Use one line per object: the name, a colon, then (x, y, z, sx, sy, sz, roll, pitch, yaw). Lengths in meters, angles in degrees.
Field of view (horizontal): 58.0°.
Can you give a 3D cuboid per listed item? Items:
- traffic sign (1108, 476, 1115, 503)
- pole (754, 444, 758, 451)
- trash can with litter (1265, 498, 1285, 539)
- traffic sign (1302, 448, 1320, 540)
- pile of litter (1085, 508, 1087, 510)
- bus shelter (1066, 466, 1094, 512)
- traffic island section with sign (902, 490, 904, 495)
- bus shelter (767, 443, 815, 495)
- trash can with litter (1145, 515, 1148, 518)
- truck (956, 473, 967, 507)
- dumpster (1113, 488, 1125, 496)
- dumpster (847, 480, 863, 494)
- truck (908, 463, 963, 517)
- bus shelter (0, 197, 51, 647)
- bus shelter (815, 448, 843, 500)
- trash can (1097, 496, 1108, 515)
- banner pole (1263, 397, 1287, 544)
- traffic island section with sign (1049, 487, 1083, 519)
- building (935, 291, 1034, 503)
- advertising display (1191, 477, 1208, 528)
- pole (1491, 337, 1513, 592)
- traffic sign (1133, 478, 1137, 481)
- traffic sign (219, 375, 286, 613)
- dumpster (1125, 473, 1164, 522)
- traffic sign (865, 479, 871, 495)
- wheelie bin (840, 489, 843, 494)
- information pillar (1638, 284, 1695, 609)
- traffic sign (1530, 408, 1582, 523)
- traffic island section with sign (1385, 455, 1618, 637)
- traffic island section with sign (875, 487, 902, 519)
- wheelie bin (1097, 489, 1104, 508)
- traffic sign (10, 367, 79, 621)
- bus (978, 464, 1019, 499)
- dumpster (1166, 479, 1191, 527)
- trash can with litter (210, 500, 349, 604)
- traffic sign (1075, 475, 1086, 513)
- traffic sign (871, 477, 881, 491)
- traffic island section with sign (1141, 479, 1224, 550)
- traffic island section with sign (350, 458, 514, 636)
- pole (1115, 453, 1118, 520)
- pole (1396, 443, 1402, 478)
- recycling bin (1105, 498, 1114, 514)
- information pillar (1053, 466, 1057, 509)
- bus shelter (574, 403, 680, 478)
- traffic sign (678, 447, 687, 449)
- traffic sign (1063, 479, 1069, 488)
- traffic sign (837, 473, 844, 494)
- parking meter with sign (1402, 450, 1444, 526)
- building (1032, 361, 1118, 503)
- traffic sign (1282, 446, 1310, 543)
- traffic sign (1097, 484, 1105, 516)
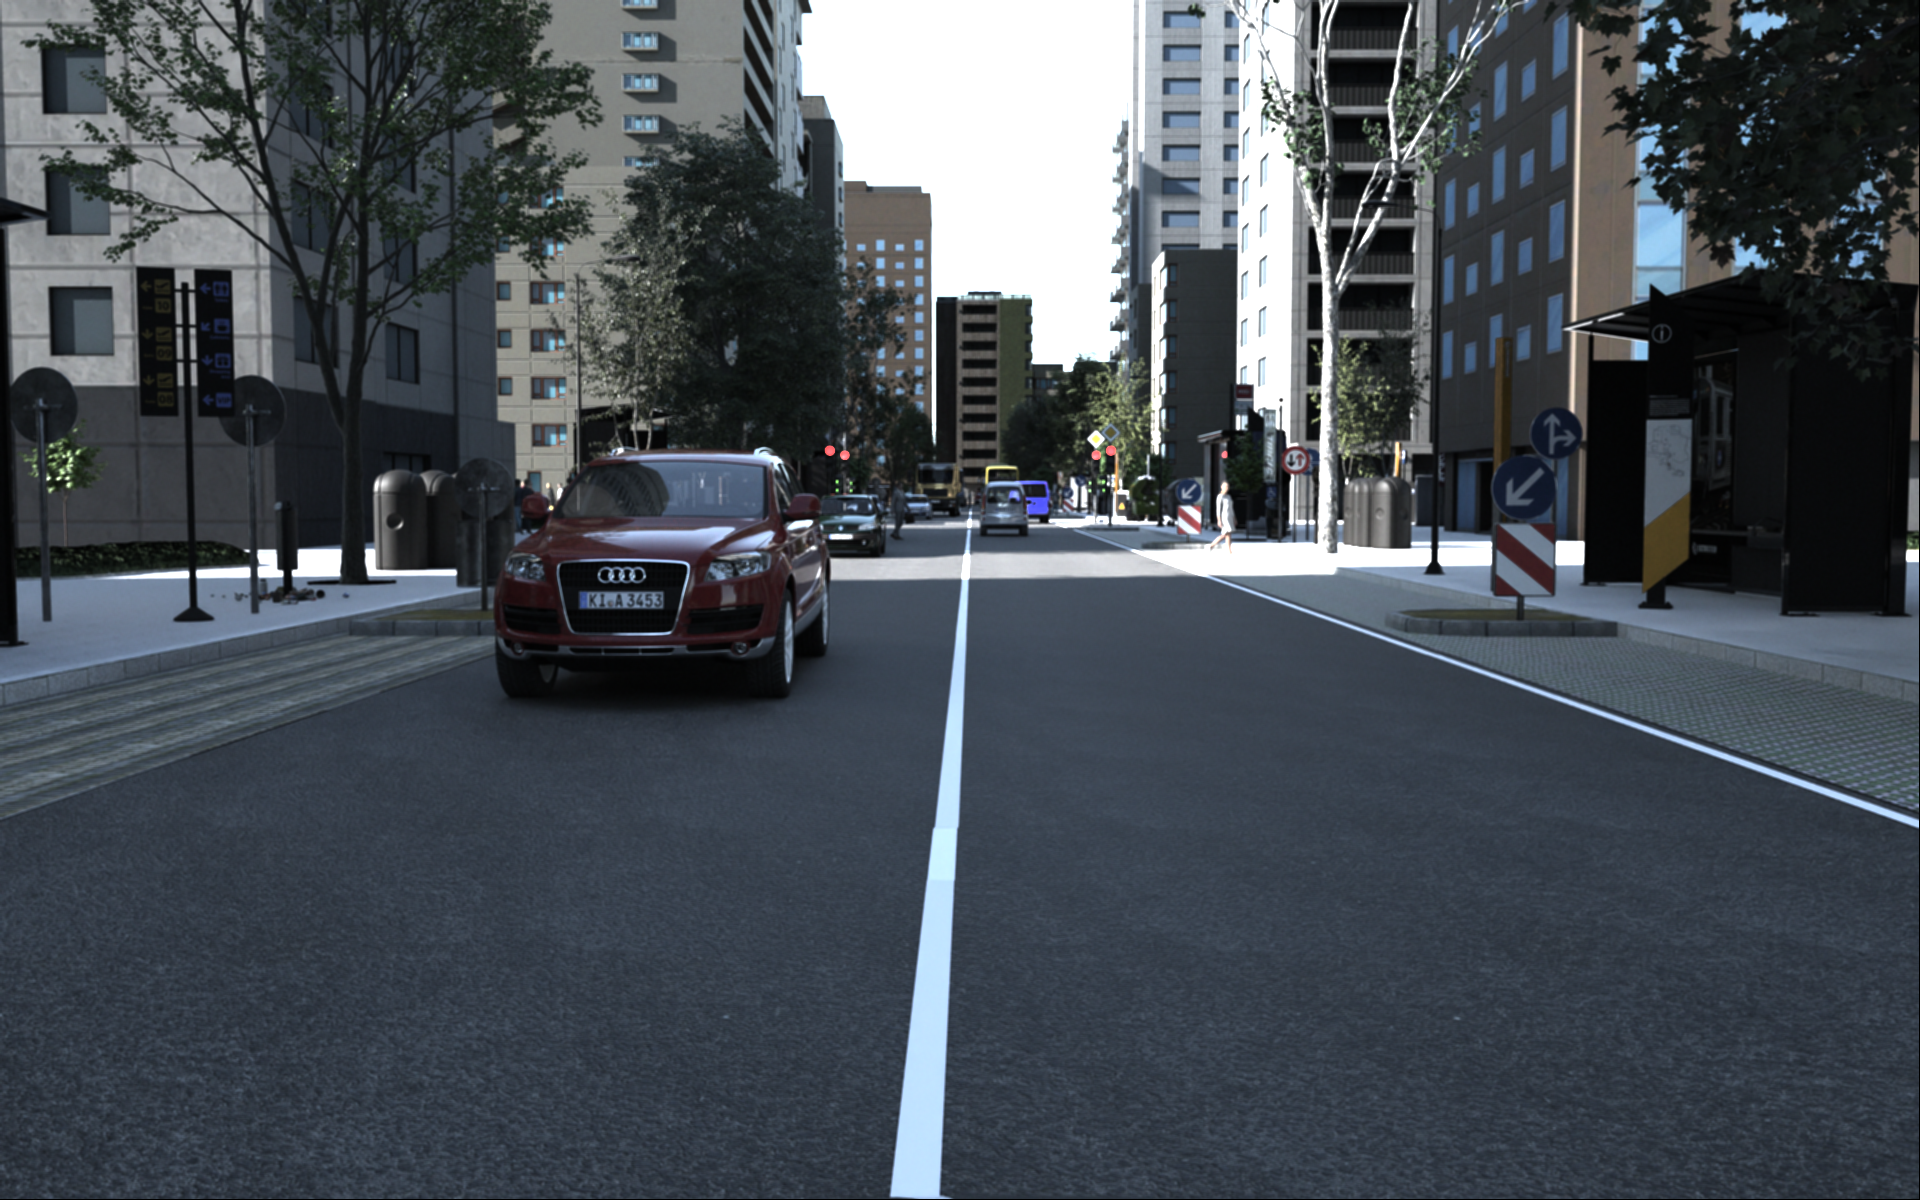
traffic sign: (8.324, -5.671, 94.850, 0.606, 2.300, 0.079, 0, 4, 7)
pole: (-7.922, -4.495, 67.341, 0.158, 3.312, 0.155, 0, 3, 0)
trash can with litter: (9.051, -2.323, 49.368, 0.624, 1.170, 1.055, 0, 3, 0)
traffic sign: (9.621, -2.923, 47.891, 0.768, 2.556, 0.104, 1, 4, 9)
pile of litter: (9.800, -7.835, 142.061, 1.176, 0.858, 1.719, -2, 4, -34)
bus shelter: (9.081, -8.289, 129.443, 2.014, 3.302, 5.546, 0, 4, 0)
traffic island section with sign: (-4.373, -7.306, 128.083, 1.989, 1.847, 2.006, 0, 4, 0)
bus shelter: (-8.212, -5.604, 82.902, 1.731, 3.624, 6.357, 0, 4, 1)
trash can with litter: (9.929, -4.908, 91.626, 0.624, 1.170, 1.055, 1, 4, 14)
truck: (-0.645, -12.568, 195.240, 2.967, 4.110, 18.799, 0, 4, 2)
dumpster: (9.909, -6.115, 102.479, 1.502, 2.255, 1.985, 0, 4, 0)
dumpster: (-7.602, -7.304, 121.917, 1.502, 2.255, 1.985, 0, 4, 0)
truck: (-1.374, -7.041, 111.050, 3.469, 3.379, 9.791, 0, 4, 2)
bus shelter: (-8.468, -1.236, 11.499, 1.731, 3.624, 6.357, 0, 4, 0)
bus shelter: (-7.180, -6.094, 90.912, 1.731, 3.624, 6.357, 0, 4, 0)
trash can: (8.722, -5.753, 105.719, 0.748, 1.137, 0.748, 0, 3, 0)
banner pole: (8.133, -3.353, 44.846, 0.863, 3.779, 0.401, -3, 4, -36)
traffic island section with sign: (6.166, -5.663, 101.216, 1.989, 1.847, 2.006, 0, 4, 0)
building: (3.387, -29.210, 249.281, 14.107, 30.474, 14.160, 0, 4, 0)
advertising display: (9.119, -3.700, 65.708, 0.974, 1.923, 0.123, -3, 5, -44)
pole: (7.094, -1.764, 22.677, 0.158, 3.312, 0.155, 0, 3, 0)
traffic sign: (10.360, -6.359, 104.067, 0.768, 2.556, 0.104, 0, 4, 6)
traffic sign: (-7.590, -1.129, 18.568, 0.768, 2.556, 0.104, 0, 4, 6)
dumpster: (8.578, -4.727, 79.780, 1.502, 2.255, 1.985, 0, 4, 0)
traffic sign: (-7.204, -8.089, 132.353, 0.768, 2.556, 0.104, 0, 4, 7)
wheelie bin: (-7.718, -6.334, 111.466, 0.980, 1.594, 0.693, 1, 4, 18)
information pillar: (7.869, -1.707, 19.262, 0.504, 3.616, 0.183, 2, 4, 28)
traffic sign: (8.780, -1.560, 25.605, 0.768, 2.556, 0.104, 0, 4, 1)
traffic island section with sign: (5.582, -0.587, 18.227, 1.989, 1.847, 2.006, 0, 4, 0)
traffic island section with sign: (-4.555, -5.658, 101.128, 1.989, 1.847, 2.006, 0, 4, 0)
wheelie bin: (9.612, -6.817, 119.372, 0.980, 1.594, 0.693, 2, 4, 28)
traffic sign: (-9.211, -1.058, 17.397, 0.768, 2.556, 0.104, 0, 4, 8)
bus: (3.105, -9.021, 139.045, 2.896, 3.916, 12.252, 0, 4, -1)
dumpster: (8.832, -3.824, 68.275, 1.264, 1.857, 1.865, 0, 4, 0)
trash can with litter: (-8.332, -0.612, 21.061, 1.678, 1.210, 2.233, -1, 4, -16)
traffic sign: (8.020, -7.032, 115.080, 0.768, 2.556, 0.104, 0, 4, 6)
traffic sign: (-6.440, -8.107, 132.654, 0.768, 2.556, 0.104, 0, 4, 5)
traffic island section with sign: (5.772, -2.236, 45.181, 1.989, 1.847, 2.006, 0, 4, 0)
traffic island section with sign: (-5.137, -0.592, 18.310, 1.989, 1.847, 2.006, 0, 4, 0)
pole: (7.778, -5.646, 86.152, 0.158, 3.312, 0.155, 0, 3, 0)
pole: (17.418, -4.585, 68.809, 0.158, 3.312, 0.155, 0, 3, 0)
recycling bin: (9.671, -6.149, 113.093, 0.722, 1.027, 0.722, -2, 4, -30)
information pillar: (8.057, -9.501, 146.700, 0.183, 3.616, 0.504, -3, 4, -36)
bus shelter: (-9.081, -3.449, 47.682, 1.731, 3.624, 6.357, 0, 4, 1)
traffic sign: (-7.509, -2.870, 47.027, 0.768, 2.556, 0.104, 0, 4, 6)
traffic sign: (9.061, -8.891, 145.374, 0.884, 2.594, 0.081, 0, 4, 1)
traffic sign: (-7.362, -6.443, 105.449, 0.768, 2.556, 0.104, 0, 4, 2)
parking meter with sign: (18.444, -4.429, 68.674, 1.738, 3.016, 0.543, 0, 4, 4)
building: (24.941, -25.184, 256.791, 28.899, 21.520, 27.650, 0, 4, 0)
traffic sign: (8.822, -2.783, 45.602, 0.768, 2.556, 0.104, 0, 4, 6)
traffic sign: (8.544, -6.263, 102.399, 0.884, 2.594, 0.081, 1, 4, 8)
